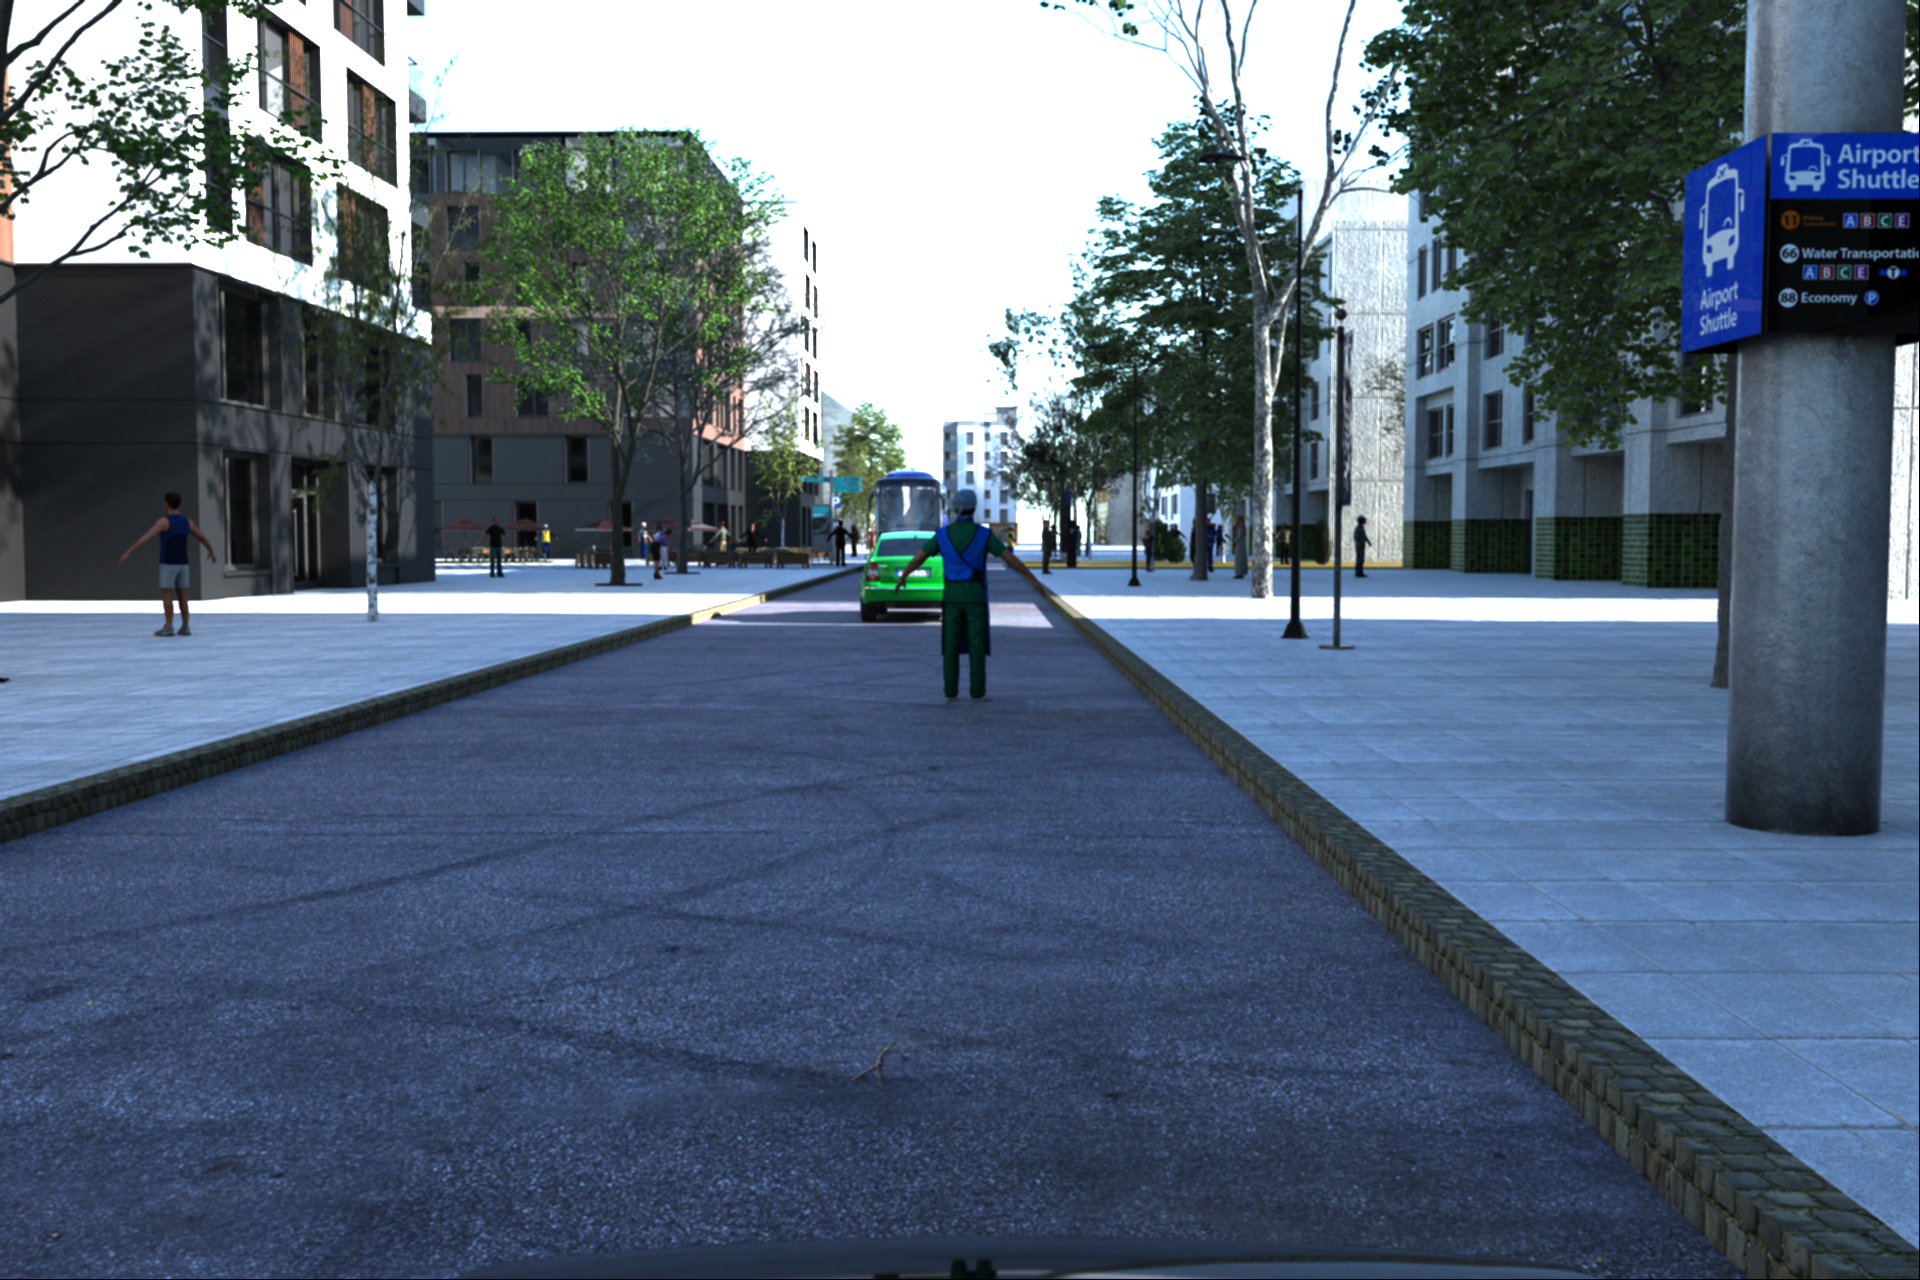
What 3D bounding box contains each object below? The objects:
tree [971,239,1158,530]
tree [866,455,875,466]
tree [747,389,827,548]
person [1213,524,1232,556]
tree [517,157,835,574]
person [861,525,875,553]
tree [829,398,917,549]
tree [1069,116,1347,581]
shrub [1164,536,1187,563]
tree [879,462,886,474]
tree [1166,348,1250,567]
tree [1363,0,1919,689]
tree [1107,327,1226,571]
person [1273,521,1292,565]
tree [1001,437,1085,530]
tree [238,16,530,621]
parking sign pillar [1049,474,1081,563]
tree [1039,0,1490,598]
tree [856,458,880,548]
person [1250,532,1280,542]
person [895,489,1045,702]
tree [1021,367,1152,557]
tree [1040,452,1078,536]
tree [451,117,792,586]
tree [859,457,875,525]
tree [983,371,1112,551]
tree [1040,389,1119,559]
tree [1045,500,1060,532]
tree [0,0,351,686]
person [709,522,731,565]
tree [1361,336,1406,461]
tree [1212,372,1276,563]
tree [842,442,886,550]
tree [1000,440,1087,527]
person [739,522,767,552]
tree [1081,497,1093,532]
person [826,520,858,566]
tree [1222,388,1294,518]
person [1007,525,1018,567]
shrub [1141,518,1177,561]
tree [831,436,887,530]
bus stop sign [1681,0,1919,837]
[{"bbox_3d":[7.113,-15.798,114.184,12.611,20.169,13.585,0,3,0],"label":"tree"},{"bbox_3d":[-18.181,-24.531,256.964,12.611,20.169,13.585,0,3,0],"label":"tree"},{"bbox_3d":[-8.706,-8.269,85.567,4.737,8.622,4.395,0,3,0],"label":"tree"},{"bbox_3d":[15.052,-5.782,100.313,1.354,1.856,0.705,-1,4,-9],"label":"person"},{"bbox_3d":[-8.815,-8.874,55.462,12.009,13.543,11.850,0,3,0],"label":"tree"},{"bbox_3d":[-4.220,-4.633,82.552,1.217,1.733,0.721,2,4,33],"label":"person"},{"bbox_3d":[-7.268,-13.832,144.285,7.486,12.596,7.792,0,3,0],"label":"tree"},{"bbox_3d":[6.718,-7.950,48.113,7.486,12.596,7.792,0,3,0],"label":"tree"},{"bbox_3d":[9.460,-3.963,75.909,1.383,1.207,1.383,0,3,0],"label":"shrub"},{"bbox_3d":[-7.684,-13.321,168.162,4.360,8.622,3.978,0,3,0],"label":"tree"},{"bbox_3d":[9.507,-7.115,66.689,4.360,8.622,3.978,0,3,0],"label":"tree"},{"bbox_3d":[6.588,-5.845,13.698,7.486,12.596,7.792,0,3,0],"label":"tree"},{"bbox_3d":[6.375,-6.651,59.108,4.360,8.622,3.978,0,3,0],"label":"tree"},{"bbox_3d":[13.714,-4.089,72.978,1.348,1.813,0.705,-2,4,-25],"label":"person"},{"bbox_3d":[7.805,-13.366,152.951,8.767,10.594,7.601,0,4,-6],"label":"tree"},{"bbox_3d":[-8.742,-4.571,25.100,4.360,8.622,3.978,0,3,0],"label":"tree"},{"bbox_3d":[4.725,-5.475,77.994,1.447,3.967,1.447,0,4,0],"label":"parking sign pillar"},{"bbox_3d":[6.805,-10.822,32.828,12.611,20.169,13.585,0,3,0],"label":"tree"},{"bbox_3d":[-7.986,-12.624,156.760,4.360,8.622,3.978,0,3,0],"label":"tree"},{"bbox_3d":[13.914,-4.454,79.047,1.346,1.802,0.704,0,4,8],"label":"person"},{"bbox_3d":[0.056,-0.384,14.868,1.347,1.817,0.704,1,4,16],"label":"person"},{"bbox_3d":[7.054,-9.981,97.607,8.767,10.594,7.601,2,4,27],"label":"tree"},{"bbox_3d":[7.860,-11.863,144.325,4.360,8.622,3.978,0,3,0],"label":"tree"},{"bbox_3d":[-8.343,-7.156,42.759,9.928,11.665,9.643,0,3,0],"label":"tree"},{"bbox_3d":[-8.359,-12.352,152.314,4.360,8.622,3.978,0,3,0],"label":"tree"},{"bbox_3d":[7.157,-13.446,130.216,12.009,13.543,11.850,0,3,0],"label":"tree"},{"bbox_3d":[6.787,-8.389,87.529,4.360,8.622,3.978,0,3,0],"label":"tree"},{"bbox_3d":[15.330,-18.869,258.875,4.360,8.622,3.978,0,3,0],"label":"tree"},{"bbox_3d":[-8.606,-5.414,14.274,9.928,11.665,9.643,0,3,0],"label":"tree"},{"bbox_3d":[-9.974,-4.051,72.503,0.705,1.796,1.348,2,4,32],"label":"person"},{"bbox_3d":[22.084,-9.925,72.638,12.009,13.543,11.850,0,3,0],"label":"tree"},{"bbox_3d":[11.536,-7.760,77.242,4.360,8.622,3.978,0,3,0],"label":"tree"},{"bbox_3d":[-7.550,-11.361,136.117,4.737,8.622,4.395,0,3,0],"label":"tree"},{"bbox_3d":[7.959,-13.969,162.811,8.767,10.594,7.601,0,4,3],"label":"tree"},{"bbox_3d":[-9.428,-4.437,78.723,1.347,1.806,0.705,-1,4,-23],"label":"person"},{"bbox_3d":[20.003,-18.695,256.028,4.737,8.622,4.395,0,3,0],"label":"tree"},{"bbox_3d":[-4.752,-3.863,69.102,1.347,1.837,0.705,1,4,16],"label":"person"},{"bbox_3d":[13.741,-8.064,82.204,4.360,8.622,3.978,0,3,0],"label":"tree"},{"bbox_3d":[2.220,-4.047,74.597,0.705,1.833,1.349,-1,4,-12],"label":"person"},{"bbox_3d":[9.370,-4.712,81.453,1.690,2.028,1.600,0,3,0],"label":"shrub"},{"bbox_3d":[-8.042,-10.968,129.683,4.360,8.622,3.978,0,3,0],"label":"tree"},{"bbox_3d":[3.716,-1.133,7.535,0.837,3.901,0.837,0,4,0],"label":"bus stop sign"}]
